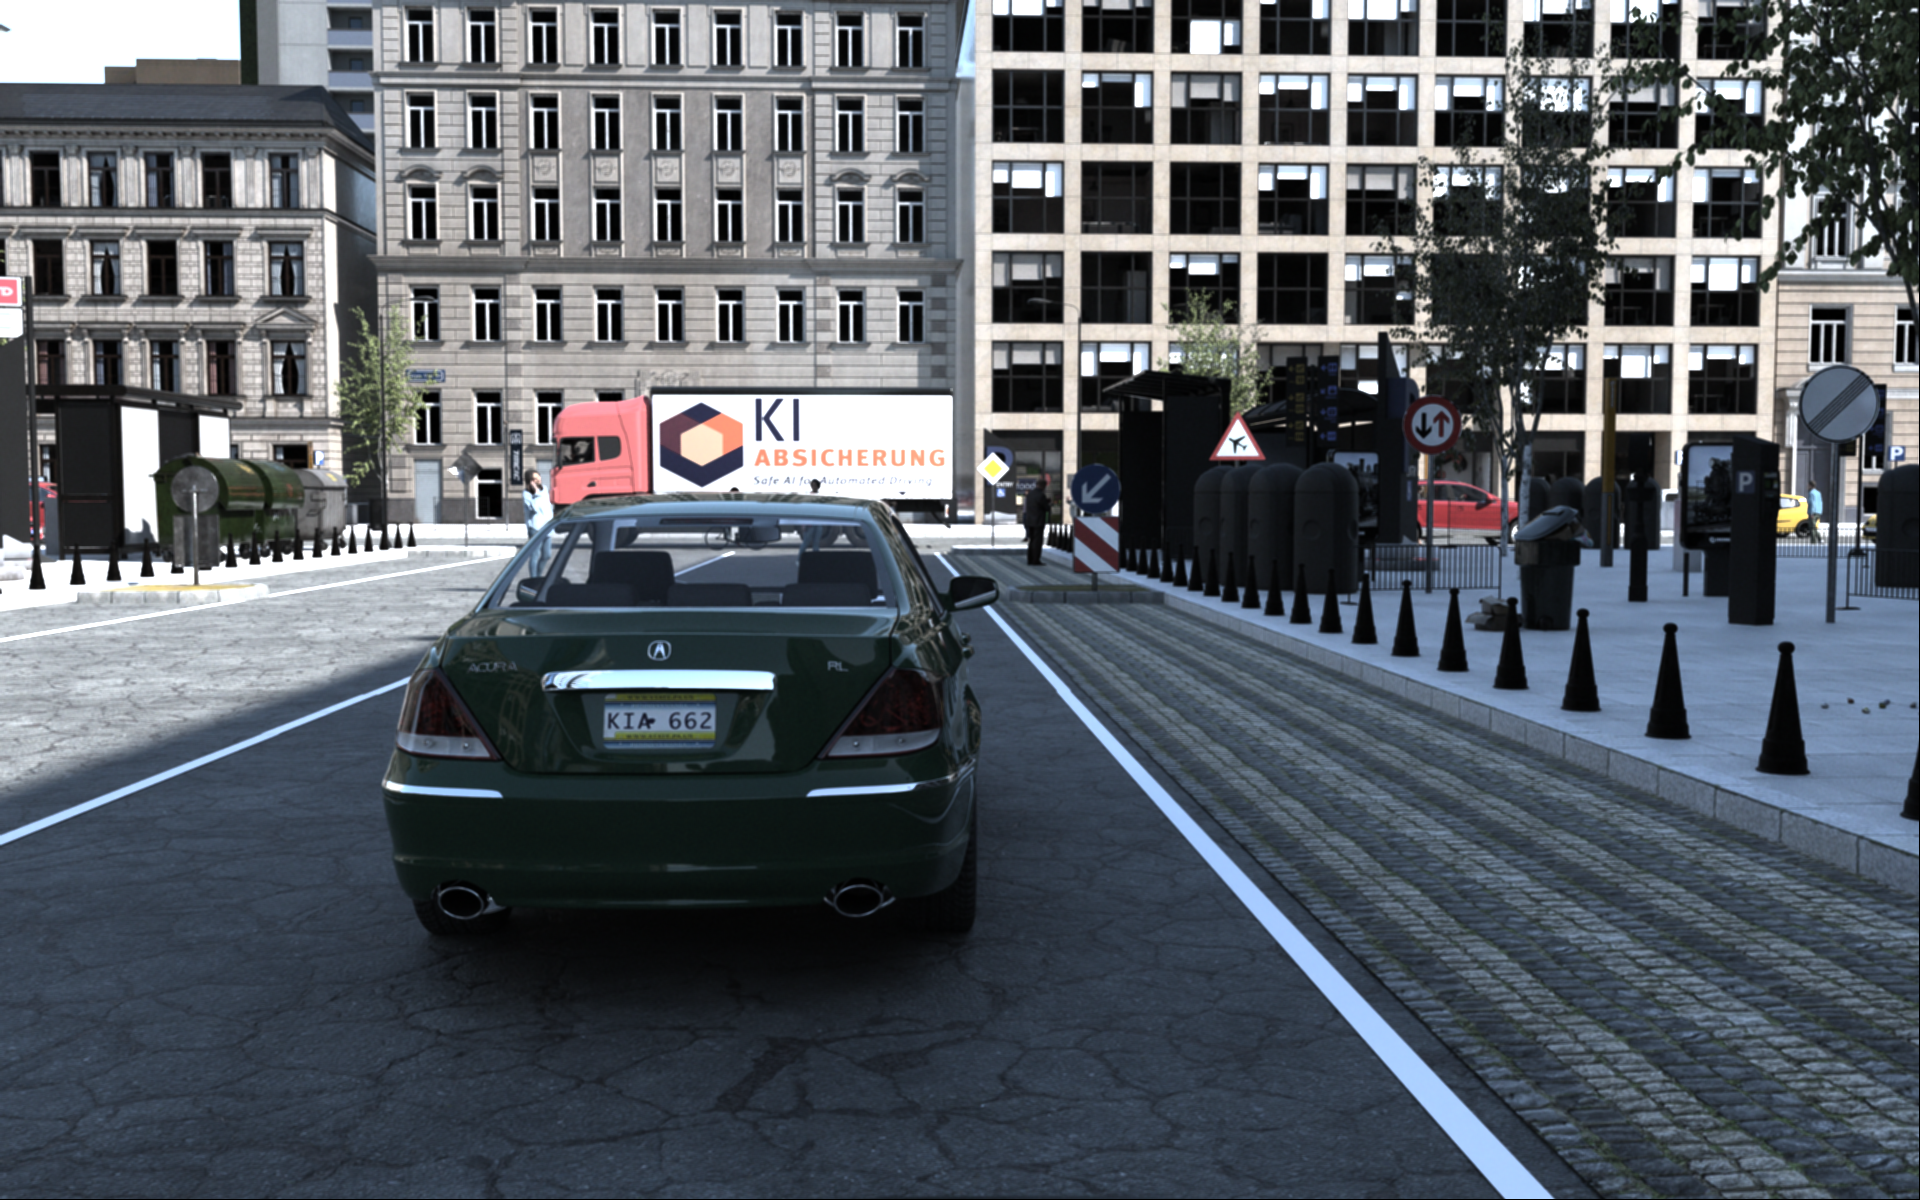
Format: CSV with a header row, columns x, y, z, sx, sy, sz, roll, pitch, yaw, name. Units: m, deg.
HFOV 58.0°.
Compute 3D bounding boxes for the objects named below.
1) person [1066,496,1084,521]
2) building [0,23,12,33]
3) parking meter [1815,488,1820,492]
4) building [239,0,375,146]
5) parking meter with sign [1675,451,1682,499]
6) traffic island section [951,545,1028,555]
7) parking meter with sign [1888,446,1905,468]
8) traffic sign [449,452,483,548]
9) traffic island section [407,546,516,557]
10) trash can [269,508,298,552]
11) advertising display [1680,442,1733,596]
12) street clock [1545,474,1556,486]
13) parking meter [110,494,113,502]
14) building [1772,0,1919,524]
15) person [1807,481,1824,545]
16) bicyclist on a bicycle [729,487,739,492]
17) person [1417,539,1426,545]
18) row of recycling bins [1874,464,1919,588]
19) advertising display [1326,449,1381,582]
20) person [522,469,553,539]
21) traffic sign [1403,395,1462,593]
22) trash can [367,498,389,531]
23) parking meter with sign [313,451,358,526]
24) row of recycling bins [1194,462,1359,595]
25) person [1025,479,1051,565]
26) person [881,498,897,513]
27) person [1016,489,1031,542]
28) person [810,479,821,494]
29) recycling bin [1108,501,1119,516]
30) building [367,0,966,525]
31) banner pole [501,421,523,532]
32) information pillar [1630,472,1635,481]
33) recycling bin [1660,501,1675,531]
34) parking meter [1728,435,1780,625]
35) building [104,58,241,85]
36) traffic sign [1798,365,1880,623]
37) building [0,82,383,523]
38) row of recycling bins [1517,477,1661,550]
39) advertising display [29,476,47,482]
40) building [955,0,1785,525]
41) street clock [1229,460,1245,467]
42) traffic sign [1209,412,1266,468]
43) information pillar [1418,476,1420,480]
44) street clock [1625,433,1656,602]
x,y,z,sx,sy,sz,roll,pitch,yaw,name
2.915,-2.160,43.989,0.466,1.800,0.511,-1,4,-13,person
-56.850,-17.642,75.843,23.554,28.519,14.401,0,4,-3,building
36.328,-3.989,73.636,0.372,1.533,0.369,0,3,0,parking meter
-43.285,-36.625,140.810,21.231,58.520,28.212,0,4,-3,building
29.279,-4.453,69.073,0.543,3.016,1.738,-1,4,-14,parking meter with sign
0.813,-1.182,41.610,2.009,0.180,2.903,0,4,-3,traffic island section
33.624,-4.016,61.922,0.543,3.016,1.738,1,4,17,parking meter with sign
-11.693,-2.284,40.991,0.795,2.450,0.064,0,4,-3,traffic sign
-11.716,-1.148,41.052,2.009,0.180,2.903,0,4,-3,traffic island section
-14.894,-1.617,38.099,0.748,1.137,0.748,0,3,0,trash can
9.535,-1.007,21.681,0.974,1.923,0.123,0,4,3,advertising display
21.716,-3.620,63.761,0.358,2.002,0.471,0,4,-8,street clock
-20.161,-2.182,41.390,0.255,1.863,0.399,-1,4,-23,parking meter
44.711,-18.054,81.088,20.117,28.700,13.634,0,4,-3,building
22.330,-2.226,45.244,0.601,1.785,0.444,-2,4,-29,person
-5.693,-2.087,44.150,1.625,1.676,1.499,0,4,-4,bicyclist on a bicycle
12.993,-2.429,48.484,0.573,1.790,0.520,0,4,7,person
14.192,-1.076,24.704,3.534,1.692,1.069,-2,4,-35,row of recycling bins
5.721,-1.223,25.209,0.974,1.923,0.123,-2,4,-32,advertising display
-6.154,-1.006,25.209,0.793,1.790,0.793,-1,4,-14,person
6.069,-1.360,22.349,0.768,2.556,0.104,0,4,-2,traffic sign
-20.207,-2.968,60.177,0.748,1.137,0.748,0,3,0,trash can
-25.424,-4.549,70.635,1.738,3.016,0.543,1,4,16,parking meter with sign
4.249,-1.015,23.711,1.069,1.692,3.534,-1,4,-20,row of recycling bins
1.589,-1.561,34.715,0.565,1.739,0.600,2,4,30,person
-1.579,-1.628,39.023,0.435,1.345,0.340,1,4,17,person
2.011,-2.527,51.772,0.435,1.587,0.963,-2,4,-25,person
-2.852,-1.477,33.480,0.563,1.720,0.643,-3,4,-38,person
10.366,-6.359,116.526,0.722,1.027,0.722,0,4,4,recycling bin
-12.467,-17.174,78.057,25.104,27.353,12.463,0,4,-3,building
-15.298,-4.231,59.199,0.863,3.779,0.401,1,4,14,banner pole
28.558,-5.008,73.243,0.504,3.616,0.183,-2,4,-27,information pillar
24.803,-2.936,60.560,0.722,1.027,0.722,3,4,37,recycling bin
7.808,-0.692,17.020,0.255,1.863,0.399,-2,4,-25,parking meter
-77.234,-32.157,175.871,14.200,45.320,14.600,0,4,-3,building
8.686,-1.046,17.206,0.768,2.556,0.104,0,4,5,traffic sign
-35.397,-12.921,75.887,19.286,19.102,10.561,0,4,-3,building
14.867,-2.077,41.069,1.069,1.692,3.534,-3,5,-43,row of recycling bins
-32.936,-3.457,61.732,0.974,1.923,0.123,1,4,18,advertising display
17.171,-16.968,81.950,34.151,26.468,19.350,0,4,-3,building
5.515,-1.858,34.950,0.471,2.002,0.358,-3,5,-41,street clock
4.378,-1.674,27.367,0.884,2.594,0.081,0,4,7,traffic sign
18.360,-3.996,69.824,0.304,2.012,0.304,1,4,13,information pillar
8.114,-0.985,20.670,0.358,2.002,0.471,2,4,30,street clock
